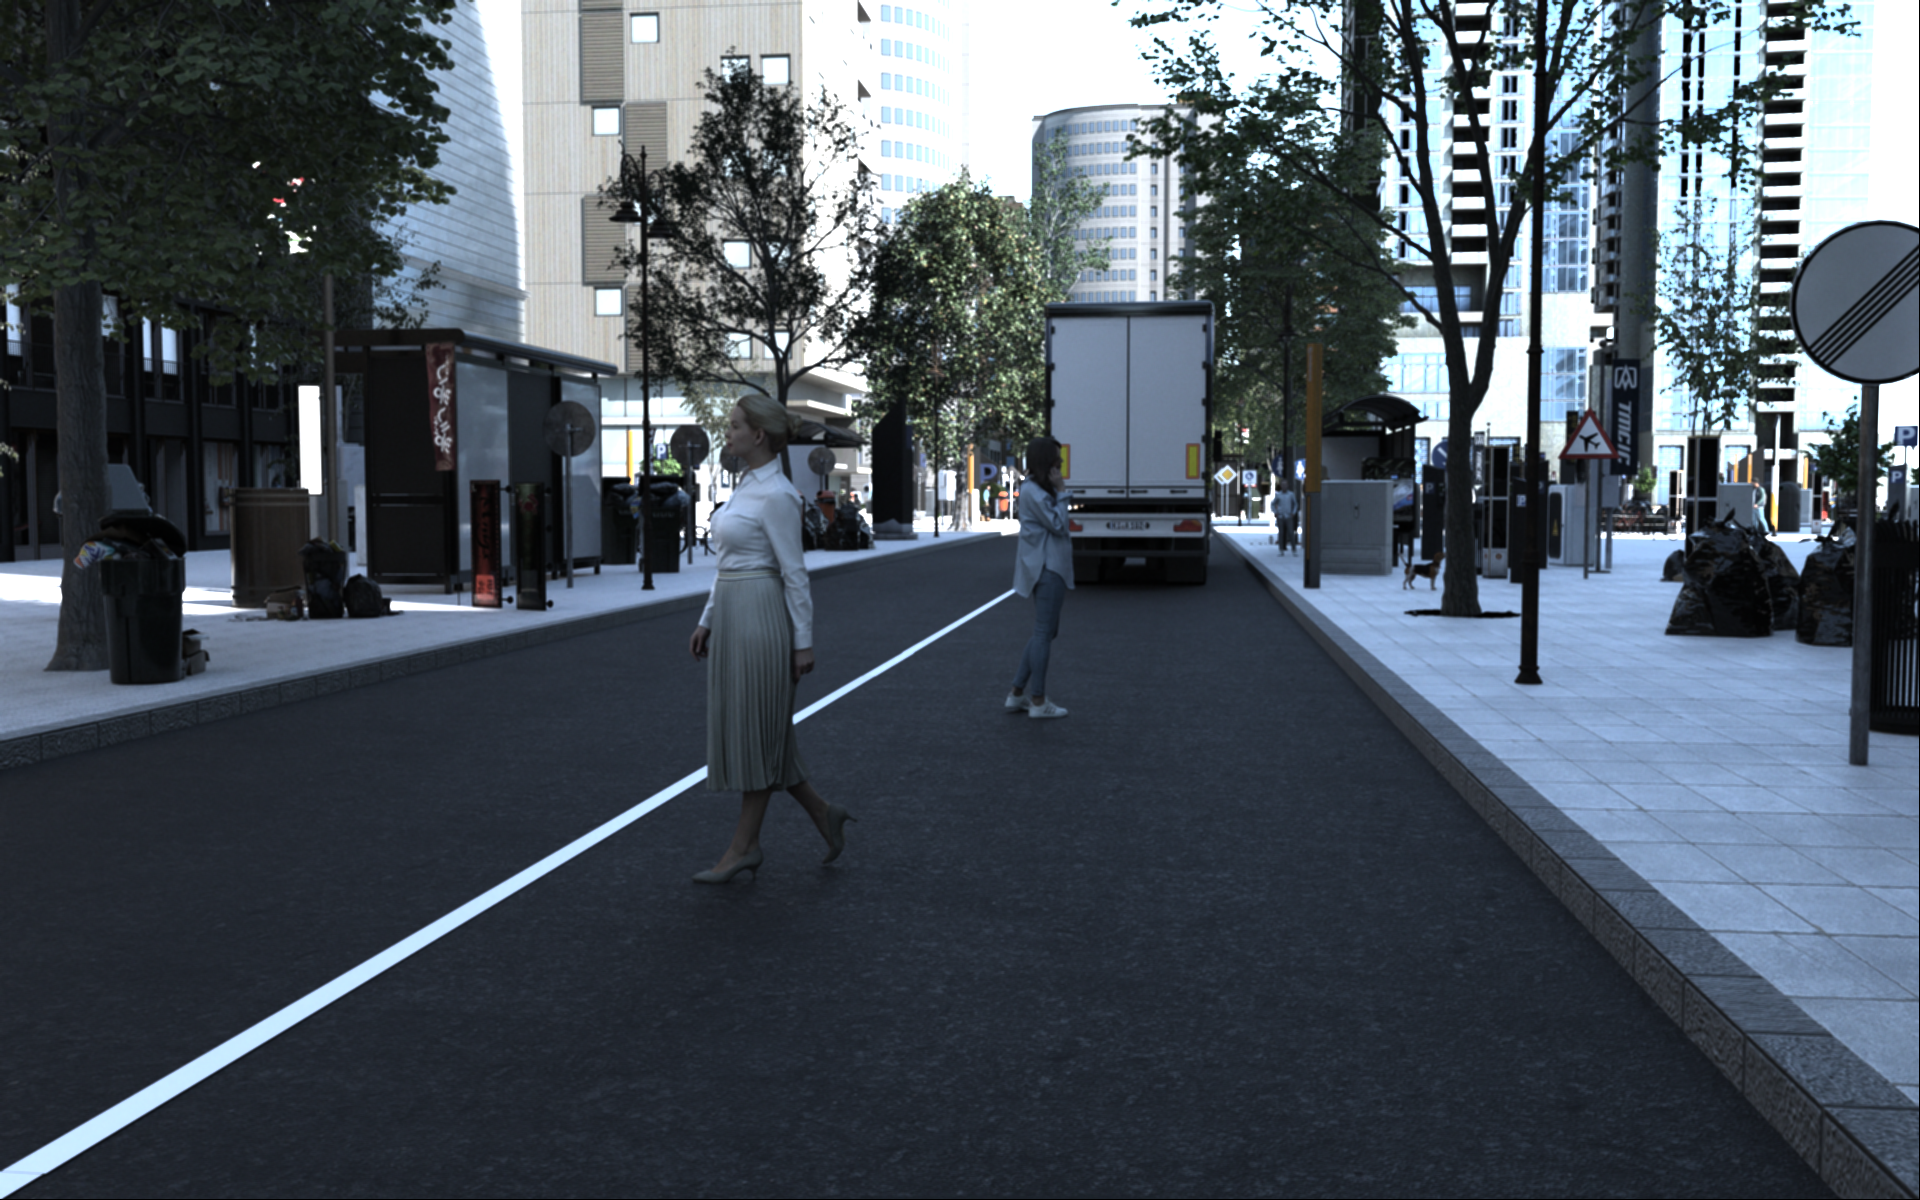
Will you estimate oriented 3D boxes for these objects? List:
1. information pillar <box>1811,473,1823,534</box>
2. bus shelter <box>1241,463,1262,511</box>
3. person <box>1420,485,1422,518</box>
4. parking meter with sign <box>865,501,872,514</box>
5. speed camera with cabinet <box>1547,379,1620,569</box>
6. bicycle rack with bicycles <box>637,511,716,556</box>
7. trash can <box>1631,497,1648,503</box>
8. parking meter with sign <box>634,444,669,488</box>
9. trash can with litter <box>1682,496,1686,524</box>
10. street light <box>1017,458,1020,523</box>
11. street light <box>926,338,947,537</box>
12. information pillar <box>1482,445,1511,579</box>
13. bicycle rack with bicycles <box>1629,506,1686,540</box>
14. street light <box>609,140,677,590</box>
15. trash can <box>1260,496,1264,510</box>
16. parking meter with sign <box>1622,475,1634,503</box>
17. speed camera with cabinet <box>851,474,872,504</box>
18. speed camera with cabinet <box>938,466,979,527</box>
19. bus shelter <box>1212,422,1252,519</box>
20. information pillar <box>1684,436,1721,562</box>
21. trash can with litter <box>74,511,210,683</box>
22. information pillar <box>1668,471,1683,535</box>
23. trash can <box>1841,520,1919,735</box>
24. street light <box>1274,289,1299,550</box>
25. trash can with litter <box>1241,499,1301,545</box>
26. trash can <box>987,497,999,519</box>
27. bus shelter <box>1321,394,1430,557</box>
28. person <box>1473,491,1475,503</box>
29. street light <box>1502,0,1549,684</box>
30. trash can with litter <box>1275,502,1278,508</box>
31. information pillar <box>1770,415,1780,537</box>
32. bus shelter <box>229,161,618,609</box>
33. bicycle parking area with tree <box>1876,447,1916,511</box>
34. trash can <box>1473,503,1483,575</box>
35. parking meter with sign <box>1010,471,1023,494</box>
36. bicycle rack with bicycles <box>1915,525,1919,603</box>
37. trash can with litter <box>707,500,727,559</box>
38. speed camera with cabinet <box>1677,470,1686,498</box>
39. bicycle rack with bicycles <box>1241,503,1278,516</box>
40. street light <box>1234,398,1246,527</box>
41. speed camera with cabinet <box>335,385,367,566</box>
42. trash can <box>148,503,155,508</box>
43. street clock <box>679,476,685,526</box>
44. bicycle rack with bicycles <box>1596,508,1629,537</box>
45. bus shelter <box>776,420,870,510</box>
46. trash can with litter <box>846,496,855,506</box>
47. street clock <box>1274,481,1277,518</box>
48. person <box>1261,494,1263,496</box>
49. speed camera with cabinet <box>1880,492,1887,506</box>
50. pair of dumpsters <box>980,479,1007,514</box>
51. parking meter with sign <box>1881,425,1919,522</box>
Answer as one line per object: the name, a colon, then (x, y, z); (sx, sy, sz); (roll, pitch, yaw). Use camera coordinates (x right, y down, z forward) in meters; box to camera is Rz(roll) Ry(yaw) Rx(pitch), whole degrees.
information pillar: (27.449, -3.118, 55.464); (0.304, 2.012, 0.304); (2, 4, 25)
bus shelter: (22.168, -8.650, 132.716); (1.731, 3.624, 6.357); (0, 4, 7)
person: (24.187, -5.175, 91.014); (0.624, 1.780, 0.694); (-1, 4, -16)
parking meter with sign: (-5.198, -6.944, 109.802); (1.738, 3.016, 0.543); (2, 4, 30)
speed camera with cabinet: (10.980, -2.214, 30.537); (0.660, 3.252, 2.038); (0, 4, 0)
bicycle rack with bicycles: (-6.536, -1.370, 35.783); (2.925, 0.926, 2.852); (1, 4, 23)
trash can: (31.178, -4.152, 79.543); (0.748, 1.137, 0.748); (0, 3, 0)
parking meter with sign: (-10.779, -3.852, 59.241); (0.543, 3.016, 1.738); (3, 4, 37)
trash can with litter: (31.031, -3.921, 75.169); (2.233, 1.210, 1.678); (0, 4, 0)
street light: (2.654, -6.410, 77.585); (0.468, 5.910, 1.993); (0, 4, 7)
street light: (-0.703, -4.818, 51.565); (0.468, 5.910, 1.993); (0, 4, 7)
information pillar: (8.150, -1.336, 26.334); (0.304, 2.012, 0.304); (0, 4, -4)
bicycle rack with bicycles: (20.699, -2.103, 47.772); (2.925, 0.926, 2.852); (-2, 4, -29)
street light: (-4.194, -3.078, 23.107); (0.468, 5.910, 1.993); (0, 4, 7)
trash can: (21.788, -6.991, 125.957); (0.748, 1.137, 0.748); (0, 3, 0)
parking meter with sign: (49.890, -8.135, 129.260); (0.543, 3.016, 1.738); (-1, 4, -10)
speed camera with cabinet: (-8.521, -9.561, 150.661); (2.038, 3.252, 0.660); (2, 4, 32)
speed camera with cabinet: (-0.069, -4.536, 68.494); (0.660, 3.252, 2.038); (-2, 4, -35)
bus shelter: (14.740, -7.153, 94.588); (2.179, 5.291, 8.768); (0, 4, 7)
information pillar: (9.390, -1.066, 21.921); (0.304, 2.012, 0.304); (0, 3, 0)
trash can with litter: (-5.637, -0.039, 12.030); (0.624, 1.170, 1.055); (0, 4, -7)
information pillar: (22.589, -3.070, 54.684); (0.304, 2.012, 0.304); (-3, 5, -40)
trash can: (5.185, 0.138, 9.398); (0.748, 1.137, 0.748); (0, 3, 0)
street light: (7.381, -4.068, 39.304); (0.468, 5.910, 1.993); (0, 4, 7)
trash can with litter: (8.494, -1.993, 43.638); (1.678, 1.210, 2.233); (-2, 4, -27)
trash can: (1.754, -4.748, 89.282); (0.748, 1.137, 0.748); (0, 3, 0)
bus shelter: (8.843, -2.694, 37.965); (2.014, 3.302, 5.546); (0, 4, 7)
person: (16.356, -3.040, 56.026); (0.678, 1.792, 0.850); (3, 4, 39)
street light: (3.858, -2.372, 11.575); (0.468, 5.910, 1.993); (0, 4, 7)
trash can with litter: (21.480, -6.365, 115.448); (0.624, 1.170, 1.055); (-2, 4, -32)
information pillar: (24.117, -3.663, 51.237); (0.183, 3.616, 0.504); (3, 4, 36)
bus shelter: (-7.100, -2.804, 23.476); (2.179, 5.291, 8.768); (0, 4, 7)
bicycle parking area with tree: (55.140, -6.722, 96.912); (8.231, 4.147, 9.016); (0, 4, -6)
trash can: (8.255, -0.980, 27.671); (0.748, 1.137, 0.748); (0, 3, 0)
parking meter with sign: (4.217, -8.275, 131.558); (1.738, 3.016, 0.543); (2, 4, 35)
bicycle rack with bicycles: (12.006, -0.403, 19.978); (2.925, 0.926, 2.852); (-1, 4, -18)
trash can with litter: (-4.084, -1.172, 30.554); (0.624, 1.170, 1.055); (0, 4, 0)
speed camera with cabinet: (60.398, -9.194, 144.651); (2.038, 3.252, 0.660); (-1, 4, -9)
bicycle rack with bicycles: (17.656, -5.375, 101.264); (2.925, 0.926, 2.852); (1, 4, 11)
street light: (10.996, -5.817, 67.893); (0.468, 5.910, 1.993); (0, 4, 7)
speed camera with cabinet: (-10.704, -2.260, 31.285); (0.660, 3.252, 2.038); (-3, 5, -45)
trash can: (-63.820, -7.623, 136.287); (0.748, 1.137, 0.748); (0, 3, 0)
street clock: (-11.055, -3.969, 69.471); (0.471, 2.002, 0.358); (2, 4, 34)
bicycle rack with bicycles: (20.673, -2.454, 53.503); (2.925, 0.926, 2.852); (-1, 4, -13)
bus shelter: (-4.057, -3.412, 49.707); (2.014, 3.302, 5.546); (0, 4, 7)
trash can with litter: (-6.867, -5.687, 104.373); (1.055, 1.170, 0.624); (0, 4, 8)
street clock: (16.694, -5.360, 92.198); (0.358, 2.002, 0.471); (0, 4, -6)
person: (33.420, -11.499, 194.060); (0.705, 1.823, 1.348); (-3, 5, -44)
speed camera with cabinet: (71.549, -8.585, 134.703); (2.038, 3.252, 0.660); (2, 4, 30)
pair of dumpsters: (1.983, -6.432, 107.661); (1.574, 2.255, 4.437); (0, 4, 7)
parking meter with sign: (23.373, -2.868, 43.154); (0.543, 3.016, 1.738); (3, 4, 38)
